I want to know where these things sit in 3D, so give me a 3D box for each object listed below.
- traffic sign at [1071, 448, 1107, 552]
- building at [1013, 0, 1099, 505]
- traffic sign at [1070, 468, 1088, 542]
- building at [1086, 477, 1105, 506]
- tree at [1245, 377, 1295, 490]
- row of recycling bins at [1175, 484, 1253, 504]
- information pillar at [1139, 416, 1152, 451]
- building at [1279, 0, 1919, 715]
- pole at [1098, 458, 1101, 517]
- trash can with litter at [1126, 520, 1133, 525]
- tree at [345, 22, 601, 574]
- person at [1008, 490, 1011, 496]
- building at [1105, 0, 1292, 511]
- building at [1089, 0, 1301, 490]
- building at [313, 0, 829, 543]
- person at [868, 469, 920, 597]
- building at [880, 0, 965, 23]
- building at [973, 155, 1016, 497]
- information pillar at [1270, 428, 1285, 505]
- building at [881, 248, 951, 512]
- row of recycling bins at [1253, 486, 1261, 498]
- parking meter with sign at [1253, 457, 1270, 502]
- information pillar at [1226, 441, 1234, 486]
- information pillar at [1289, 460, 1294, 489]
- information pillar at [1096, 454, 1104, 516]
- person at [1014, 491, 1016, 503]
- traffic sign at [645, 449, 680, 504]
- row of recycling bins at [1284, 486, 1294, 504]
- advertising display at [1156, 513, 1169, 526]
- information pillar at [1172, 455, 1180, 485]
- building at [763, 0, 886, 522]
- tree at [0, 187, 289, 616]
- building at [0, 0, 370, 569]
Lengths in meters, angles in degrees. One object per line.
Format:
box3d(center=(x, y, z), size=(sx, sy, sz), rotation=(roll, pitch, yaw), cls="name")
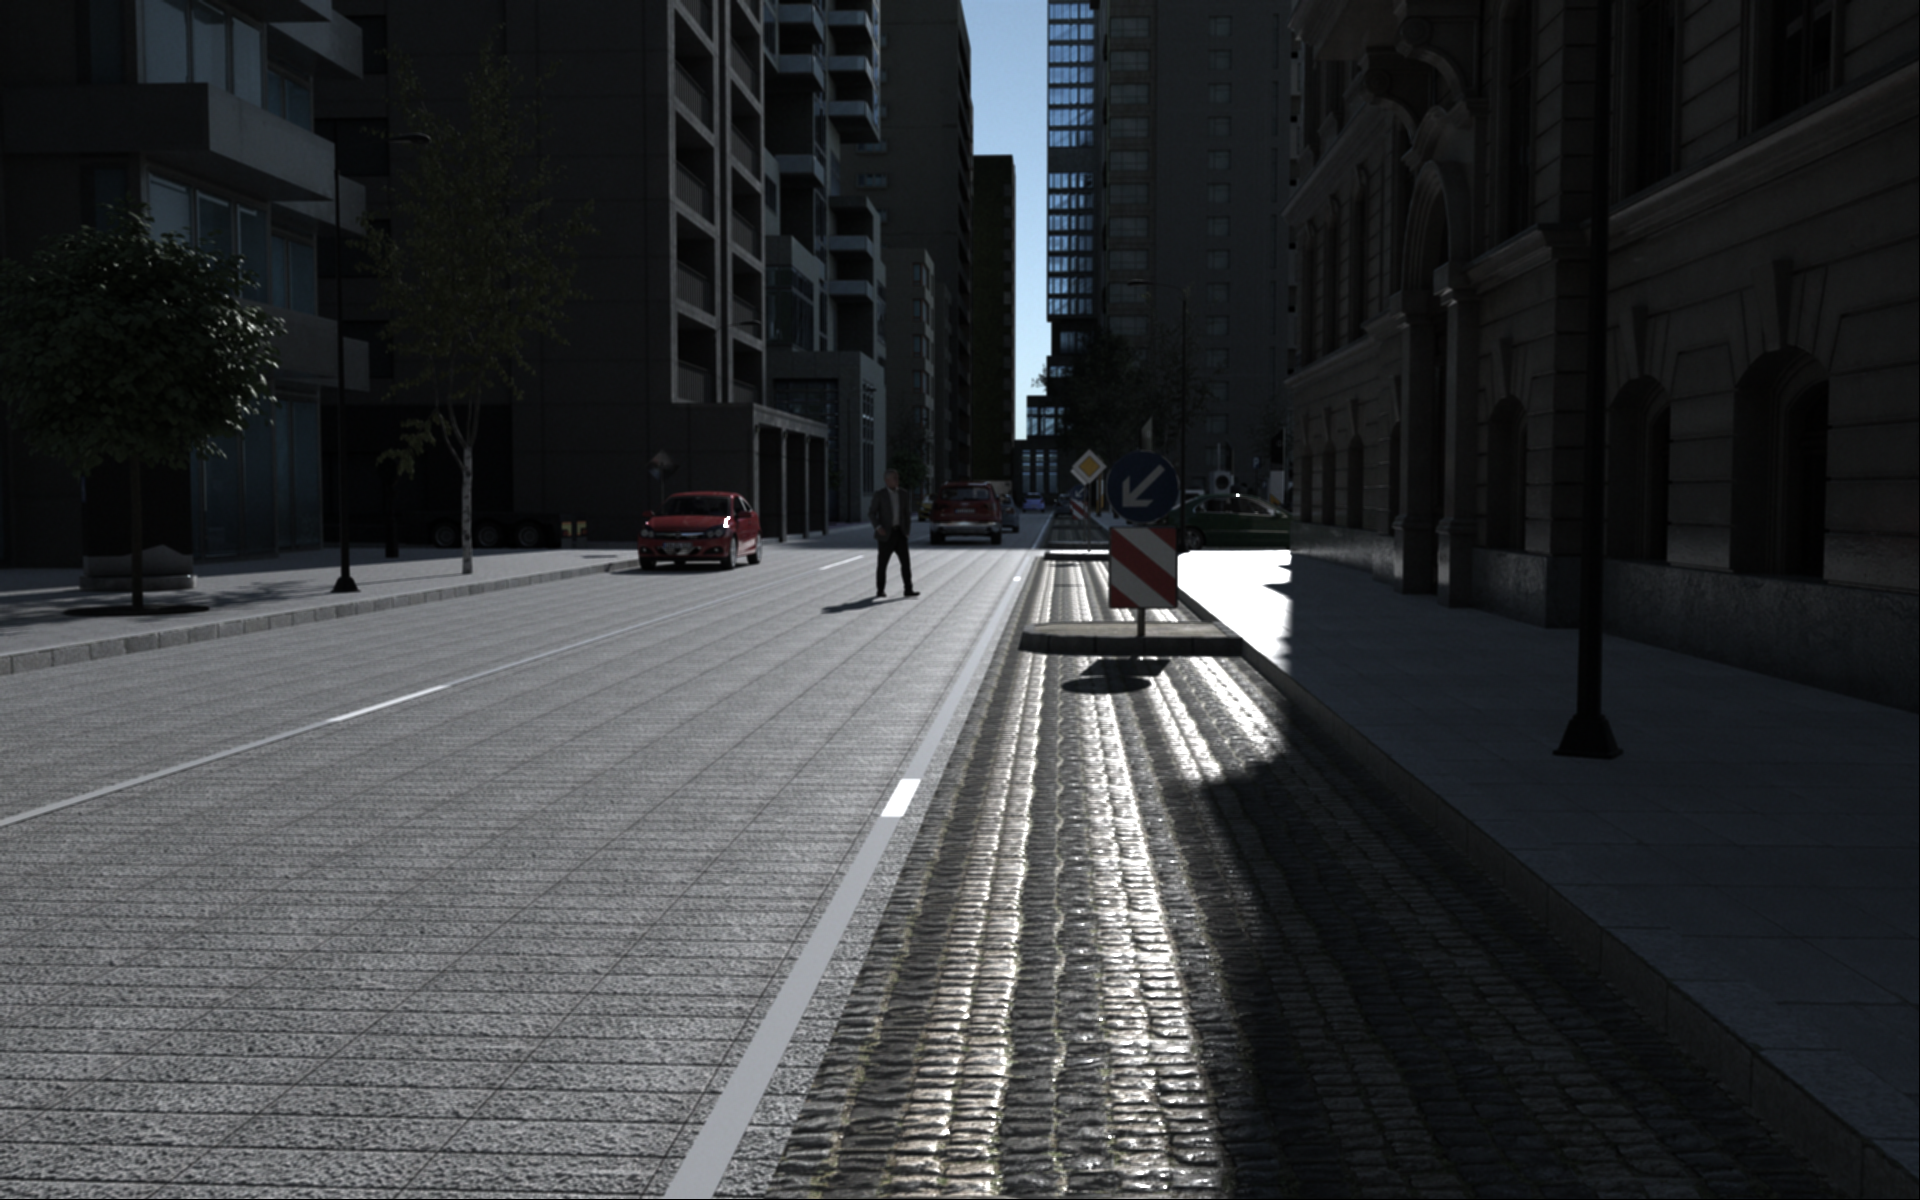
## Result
box3d(center=(2.853, -2.116, 38.246), size=(0.795, 2.450, 0.064), rotation=(0, 4, 3), cls="traffic sign")
box3d(center=(22.473, -55.089, 213.383), size=(31.000, 86.520, 22.319), rotation=(0, 4, 3), cls="building")
box3d(center=(3.324, -2.604, 46.218), size=(0.795, 2.450, 0.064), rotation=(0, 4, 3), cls="traffic sign")
box3d(center=(23.784, -45.617, 184.095), size=(20.563, 71.187, 20.611), rotation=(0, 4, 3), cls="building")
box3d(center=(19.690, -9.671, 108.488), size=(4.360, 8.622, 3.978), rotation=(0, 3, 0), cls="tree")
box3d(center=(10.493, -4.072, 73.686), size=(3.534, 1.692, 1.069), rotation=(-1, 4, -10), cls="row of recycling bins")
box3d(center=(5.542, -3.689, 51.673), size=(0.504, 3.616, 0.183), rotation=(-3, 5, -42), cls="information pillar")
box3d(center=(11.374, -12.289, 20.009), size=(14.460, 24.649, 34.723), rotation=(0, 4, 3), cls="building")
box3d(center=(7.866, -6.343, 97.557), size=(0.158, 3.312, 0.155), rotation=(0, 3, 0), cls="pole")
box3d(center=(7.377, -3.769, 73.012), size=(0.624, 1.170, 1.055), rotation=(-1, 4, -18), cls="trash can with litter")
box3d(center=(-7.926, -4.739, 27.847), size=(4.737, 8.622, 4.395), rotation=(0, 3, 0), cls="tree")
box3d(center=(5.172, -10.421, 178.872), size=(0.705, 1.826, 1.348), rotation=(1, 4, 18), cls="person")
box3d(center=(18.849, -27.921, 140.101), size=(14.154, 41.232, 14.086), rotation=(0, 4, 3), cls="building")
box3d(center=(26.469, -34.914, 160.088), size=(28.713, 52.752, 27.495), rotation=(0, 4, 3), cls="building")
box3d(center=(-15.103, -37.734, 55.208), size=(20.563, 71.187, 20.611), rotation=(0, 4, 3), cls="building")
box3d(center=(-0.902, -0.925, 24.022), size=(0.661, 1.777, 0.834), rotation=(-3, 4, -36), cls="person")
box3d(center=(-10.198, -32.906, 161.722), size=(21.300, 48.544, 21.600), rotation=(0, 4, 3), cls="building")
box3d(center=(-0.275, -32.316, 211.953), size=(14.086, 41.232, 14.154), rotation=(0, 4, 3), cls="building")
box3d(center=(11.228, -4.274, 61.234), size=(0.504, 3.616, 0.183), rotation=(2, 4, 27), cls="information pillar")
box3d(center=(-15.401, -17.868, 137.175), size=(27.650, 21.520, 28.899), rotation=(0, 4, 3), cls="building")
box3d(center=(14.403, -5.133, 91.036), size=(1.069, 1.692, 3.534), rotation=(-3, 5, -39), cls="row of recycling bins")
box3d(center=(14.641, -5.221, 81.622), size=(1.738, 3.016, 0.543), rotation=(-2, 4, -28), cls="parking meter with sign")
box3d(center=(11.789, -5.166, 75.813), size=(0.183, 3.616, 0.504), rotation=(-2, 4, -26), cls="information pillar")
box3d(center=(22.518, -7.714, 117.486), size=(0.504, 3.616, 0.183), rotation=(0, 4, 5), cls="information pillar")
box3d(center=(8.080, -6.653, 100.127), size=(0.504, 3.616, 0.183), rotation=(-2, 4, -35), cls="information pillar")
box3d(center=(6.354, -11.625, 198.510), size=(0.705, 1.831, 1.348), rotation=(0, 4, 2), cls="person")
box3d(center=(-6.673, -2.152, 38.827), size=(0.795, 2.450, 0.064), rotation=(0, 4, 3), cls="traffic sign")
box3d(center=(14.950, -4.112, 74.339), size=(3.534, 1.692, 1.069), rotation=(2, 4, 34), cls="row of recycling bins")
box3d(center=(4.212, -1.883, 35.999), size=(0.123, 1.923, 0.974), rotation=(1, 4, 15), cls="advertising display")
box3d(center=(12.945, -6.882, 103.880), size=(0.504, 3.616, 0.183), rotation=(0, 4, 1), cls="information pillar")
box3d(center=(-14.715, -47.653, 91.797), size=(22.319, 86.520, 31.000), rotation=(0, 4, 3), cls="building")
box3d(center=(-9.033, -2.139, 18.692), size=(4.285, 4.588, 4.351), rotation=(0, 3, 0), cls="tree")
box3d(center=(-27.809, -25.057, 29.291), size=(30.456, 49.044, 23.786), rotation=(0, 4, 3), cls="building")
